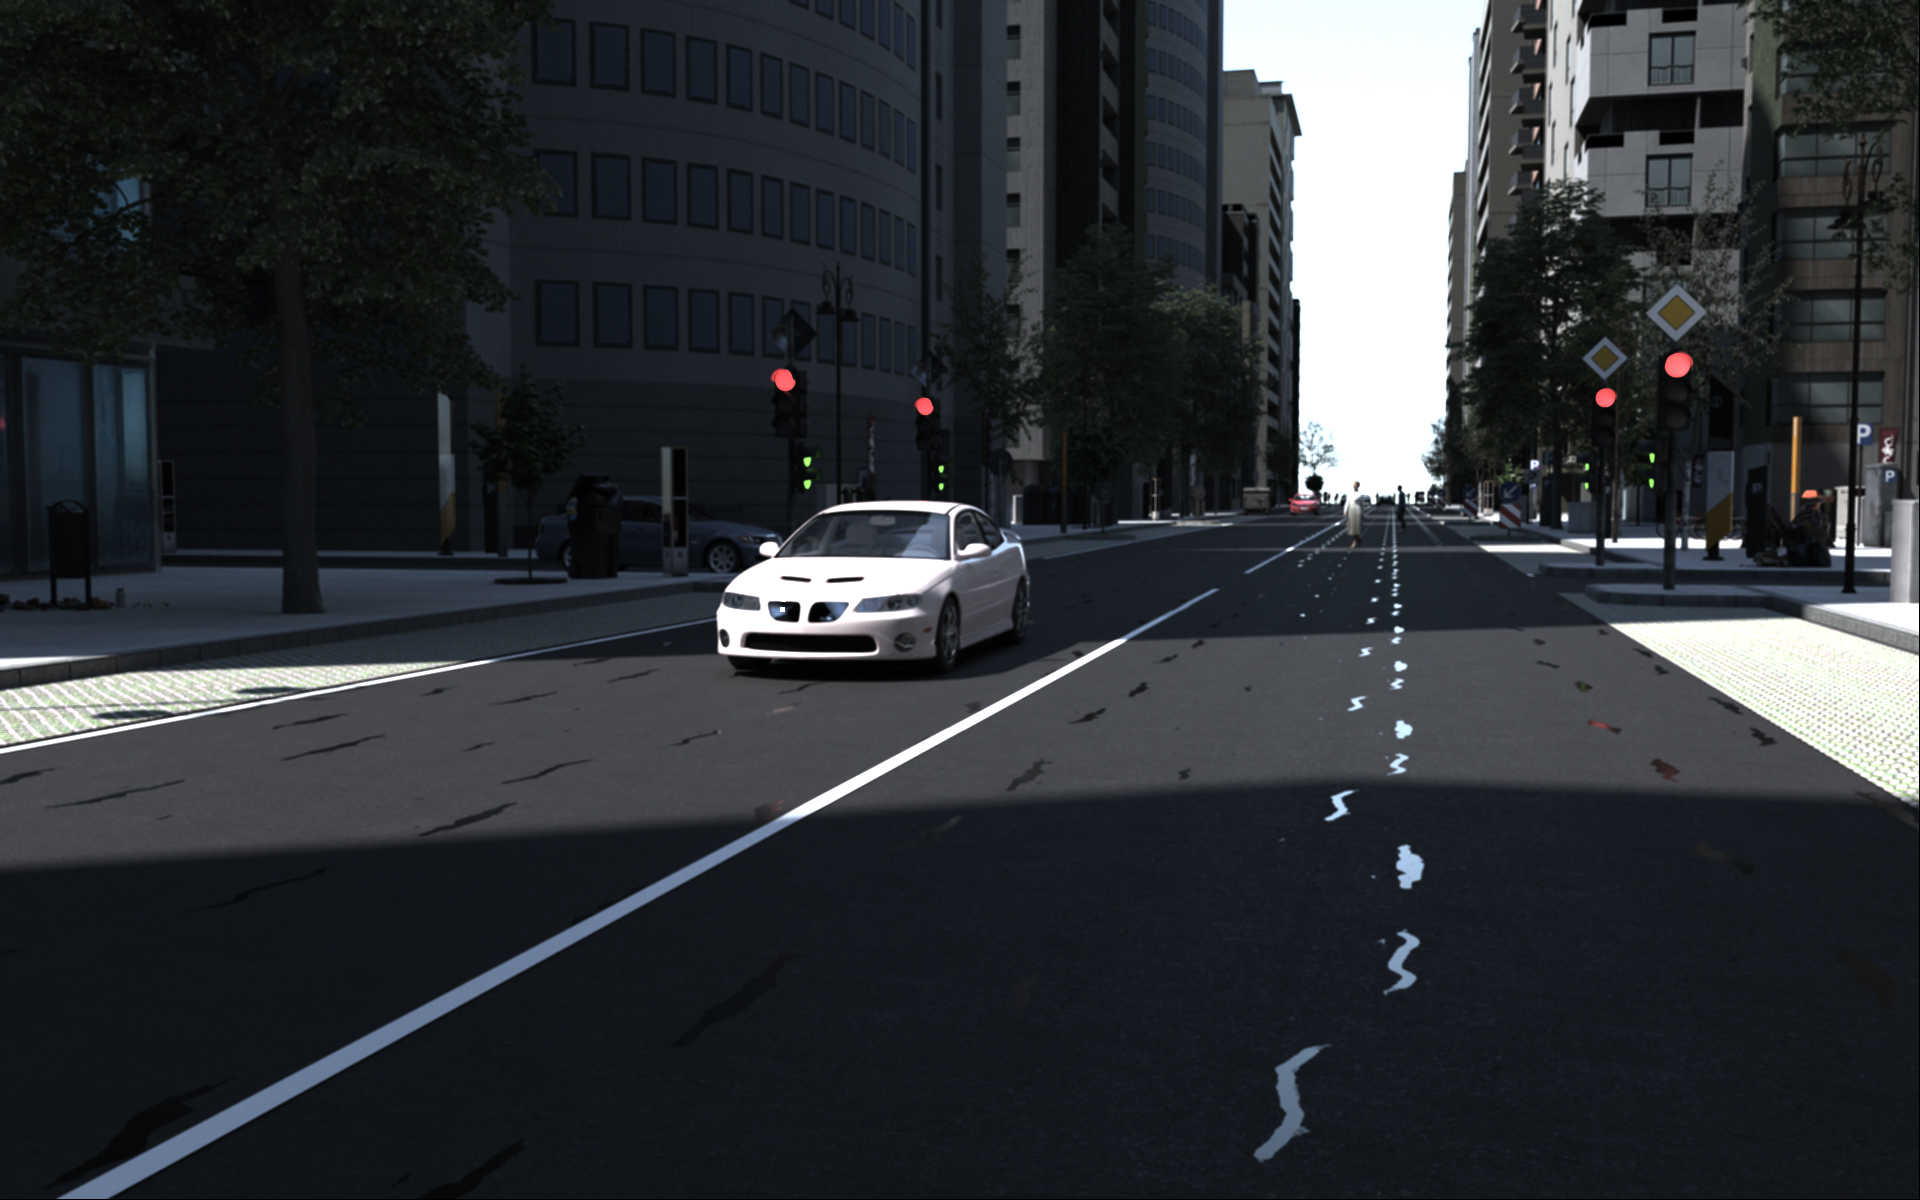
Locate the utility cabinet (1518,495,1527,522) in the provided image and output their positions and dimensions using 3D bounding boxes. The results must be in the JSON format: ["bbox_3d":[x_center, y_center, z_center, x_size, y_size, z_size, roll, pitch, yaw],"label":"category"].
[{"bbox_3d":[25.548,-4.126,78.623,0.306,1.237,1.020,1,4,10],"label":"utility cabinet"}]

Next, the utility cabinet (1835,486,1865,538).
[{"bbox_3d":[25.249,-2.478,49.198,0.318,1.500,1.173,0,4,0],"label":"utility cabinet"}]

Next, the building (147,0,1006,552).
[{"bbox_3d":[-11.852,-31.151,51.319,21.231,58.520,28.212,1,4,14],"label":"building"}]

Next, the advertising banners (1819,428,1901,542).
[{"bbox_3d":[23.785,-3.041,45.911,2.074,3.025,0.090,0,4,8],"label":"advertising banners"}]

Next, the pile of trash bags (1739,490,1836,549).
[{"bbox_3d":[20.186,-1.963,41.850,1.912,1.369,3.447,3,5,39],"label":"pile of trash bags"}]

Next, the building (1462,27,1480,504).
[{"bbox_3d":[74.660,-41.382,218.586,21.231,58.520,28.212,1,4,14],"label":"building"}]

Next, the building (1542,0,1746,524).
[{"bbox_3d":[44.157,-30.342,85.334,28.713,52.752,27.495,1,4,14],"label":"building"}]

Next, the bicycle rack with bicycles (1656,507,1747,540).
[{"bbox_3d":[21.428,-2.179,49.012,2.925,0.926,2.852,2,4,30],"label":"bicycle rack with bicycles"}]

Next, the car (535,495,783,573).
[{"bbox_3d":[-5.353,-1.168,31.095,4.499,1.417,2.014,1,4,14],"label":"car"}]

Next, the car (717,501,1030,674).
[{"bbox_3d":[-0.613,-0.191,15.481,2.083,1.381,4.827,1,4,14],"label":"car"}]

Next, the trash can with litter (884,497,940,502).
[{"bbox_3d":[-0.941,-2.208,47.160,1.678,1.210,2.233,2,4,24],"label":"trash can with litter"}]

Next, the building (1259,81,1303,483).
[{"bbox_3d":[29.683,-39.087,228.313,28.713,52.752,27.495,1,4,14],"label":"building"}]

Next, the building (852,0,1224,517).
[{"bbox_3d":[6.858,-35.568,123.533,21.231,58.520,28.212,1,4,14],"label":"building"}]

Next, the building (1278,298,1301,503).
[{"bbox_3d":[41.102,-29.104,247.549,14.160,30.474,14.107,1,4,14],"label":"building"}]

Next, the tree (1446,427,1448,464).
[{"bbox_3d":[34.913,-10.123,115.871,4.360,8.622,3.978,0,3,0],"label":"tree"}]

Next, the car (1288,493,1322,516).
[{"bbox_3d":[22.949,-6.492,115.189,2.155,1.783,4.494,1,4,12],"label":"car"}]

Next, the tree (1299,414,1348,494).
[{"bbox_3d":[53.426,-21.509,262.034,12.009,13.543,11.850,0,3,0],"label":"tree"}]

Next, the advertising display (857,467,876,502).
[{"bbox_3d":[-2.267,-2.246,41.937,0.123,1.923,0.974,-1,4,-23],"label":"advertising display"}]

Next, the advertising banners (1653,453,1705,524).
[{"bbox_3d":[31.072,-4.809,74.809,2.074,3.025,0.090,0,4,7],"label":"advertising banners"}]

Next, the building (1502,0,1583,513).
[{"bbox_3d":[50.623,-28.603,122.276,22.147,44.769,28.867,1,4,14],"label":"building"}]

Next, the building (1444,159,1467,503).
[{"bbox_3d":[79.915,-37.950,244.186,21.300,48.544,21.600,1,4,14],"label":"building"}]

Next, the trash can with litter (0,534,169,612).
[{"bbox_3d":[-10.286,-0.522,19.591,2.233,1.210,1.678,1,4,19],"label":"trash can with litter"}]

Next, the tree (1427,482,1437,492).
[{"bbox_3d":[67.521,-15.467,247.480,1.663,3.219,1.824,0,3,0],"label":"tree"}]

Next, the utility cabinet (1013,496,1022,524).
[{"bbox_3d":[2.837,-3.928,75.383,1.020,1.237,0.306,-1,4,-20],"label":"utility cabinet"}]

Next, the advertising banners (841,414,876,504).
[{"bbox_3d":[-2.167,-2.532,37.584,0.090,3.025,2.074,1,4,17],"label":"advertising banners"}]

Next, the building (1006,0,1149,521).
[{"bbox_3d":[1.434,-19.261,86.620,14.160,30.474,14.107,1,4,14],"label":"building"}]

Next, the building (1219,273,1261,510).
[{"bbox_3d":[11.411,-18.830,152.904,27.650,21.520,28.899,1,4,14],"label":"building"}]

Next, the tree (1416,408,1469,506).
[{"bbox_3d":[53.217,-15.462,187.223,8.767,10.594,7.601,3,5,45],"label":"tree"}]

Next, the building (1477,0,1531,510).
[{"bbox_3d":[55.441,-32.015,147.152,21.300,48.544,21.600,1,4,14],"label":"building"}]

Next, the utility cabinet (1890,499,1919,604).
[{"bbox_3d":[11.505,-0.575,20.560,1.020,1.237,0.306,-2,4,-27],"label":"utility cabinet"}]

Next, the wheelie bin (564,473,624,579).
[{"bbox_3d":[-5.544,-1.132,26.420,0.693,1.594,0.980,2,4,30],"label":"wheelie bin"}]

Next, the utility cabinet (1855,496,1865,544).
[{"bbox_3d":[23.553,-2.061,44.860,1.020,1.237,0.306,-2,4,-28],"label":"utility cabinet"}]

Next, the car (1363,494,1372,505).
[{"bbox_3d":[55.590,-13.835,237.994,2.131,1.459,4.920,1,4,14],"label":"car"}]

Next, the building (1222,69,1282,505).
[{"bbox_3d":[26.199,-35.473,203.687,21.300,48.544,21.600,1,4,14],"label":"building"}]

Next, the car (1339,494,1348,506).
[{"bbox_3d":[47.169,-12.288,210.694,2.009,1.686,4.222,1,4,15],"label":"car"}]

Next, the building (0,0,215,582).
[{"bbox_3d":[-27.777,-24.536,20.772,30.456,49.044,23.786,1,4,14],"label":"building"}]

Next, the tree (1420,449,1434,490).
[{"bbox_3d":[59.372,-16.103,213.646,4.360,8.622,3.978,0,3,0],"label":"tree"}]

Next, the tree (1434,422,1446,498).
[{"bbox_3d":[39.072,-11.207,133.593,4.360,8.622,3.978,0,3,0],"label":"tree"}]

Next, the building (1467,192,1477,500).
[{"bbox_3d":[56.143,-24.110,165.895,14.160,30.474,14.107,1,4,14],"label":"building"}]

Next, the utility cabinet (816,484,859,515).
[{"bbox_3d":[-2.707,-1.811,38.287,0.318,1.500,1.173,2,4,35],"label":"utility cabinet"}]

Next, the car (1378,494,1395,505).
[{"bbox_3d":[54.633,-12.863,222.114,2.131,1.459,4.920,1,4,16],"label":"car"}]

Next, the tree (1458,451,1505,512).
[{"bbox_3d":[37.699,-8.660,125.303,4.285,4.588,4.351,0,3,0],"label":"tree"}]

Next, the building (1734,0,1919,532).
[{"bbox_3d":[33.657,-17.504,57.886,14.160,30.474,14.107,1,4,14],"label":"building"}]

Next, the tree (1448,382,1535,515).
[{"bbox_3d":[33.278,-9.622,107.683,4.360,8.622,3.978,0,3,0],"label":"tree"}]

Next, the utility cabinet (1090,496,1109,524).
[{"bbox_3d":[6.008,-3.935,75.500,1.020,1.237,0.306,-2,4,-32],"label":"utility cabinet"}]

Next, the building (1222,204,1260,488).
[{"bbox_3d":[22.149,-24.515,172.528,14.160,30.474,14.107,1,4,14],"label":"building"}]

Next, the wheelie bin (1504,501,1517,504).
[{"bbox_3d":[32.813,-5.824,103.134,0.980,1.594,0.693,-3,5,-44],"label":"wheelie bin"}]
